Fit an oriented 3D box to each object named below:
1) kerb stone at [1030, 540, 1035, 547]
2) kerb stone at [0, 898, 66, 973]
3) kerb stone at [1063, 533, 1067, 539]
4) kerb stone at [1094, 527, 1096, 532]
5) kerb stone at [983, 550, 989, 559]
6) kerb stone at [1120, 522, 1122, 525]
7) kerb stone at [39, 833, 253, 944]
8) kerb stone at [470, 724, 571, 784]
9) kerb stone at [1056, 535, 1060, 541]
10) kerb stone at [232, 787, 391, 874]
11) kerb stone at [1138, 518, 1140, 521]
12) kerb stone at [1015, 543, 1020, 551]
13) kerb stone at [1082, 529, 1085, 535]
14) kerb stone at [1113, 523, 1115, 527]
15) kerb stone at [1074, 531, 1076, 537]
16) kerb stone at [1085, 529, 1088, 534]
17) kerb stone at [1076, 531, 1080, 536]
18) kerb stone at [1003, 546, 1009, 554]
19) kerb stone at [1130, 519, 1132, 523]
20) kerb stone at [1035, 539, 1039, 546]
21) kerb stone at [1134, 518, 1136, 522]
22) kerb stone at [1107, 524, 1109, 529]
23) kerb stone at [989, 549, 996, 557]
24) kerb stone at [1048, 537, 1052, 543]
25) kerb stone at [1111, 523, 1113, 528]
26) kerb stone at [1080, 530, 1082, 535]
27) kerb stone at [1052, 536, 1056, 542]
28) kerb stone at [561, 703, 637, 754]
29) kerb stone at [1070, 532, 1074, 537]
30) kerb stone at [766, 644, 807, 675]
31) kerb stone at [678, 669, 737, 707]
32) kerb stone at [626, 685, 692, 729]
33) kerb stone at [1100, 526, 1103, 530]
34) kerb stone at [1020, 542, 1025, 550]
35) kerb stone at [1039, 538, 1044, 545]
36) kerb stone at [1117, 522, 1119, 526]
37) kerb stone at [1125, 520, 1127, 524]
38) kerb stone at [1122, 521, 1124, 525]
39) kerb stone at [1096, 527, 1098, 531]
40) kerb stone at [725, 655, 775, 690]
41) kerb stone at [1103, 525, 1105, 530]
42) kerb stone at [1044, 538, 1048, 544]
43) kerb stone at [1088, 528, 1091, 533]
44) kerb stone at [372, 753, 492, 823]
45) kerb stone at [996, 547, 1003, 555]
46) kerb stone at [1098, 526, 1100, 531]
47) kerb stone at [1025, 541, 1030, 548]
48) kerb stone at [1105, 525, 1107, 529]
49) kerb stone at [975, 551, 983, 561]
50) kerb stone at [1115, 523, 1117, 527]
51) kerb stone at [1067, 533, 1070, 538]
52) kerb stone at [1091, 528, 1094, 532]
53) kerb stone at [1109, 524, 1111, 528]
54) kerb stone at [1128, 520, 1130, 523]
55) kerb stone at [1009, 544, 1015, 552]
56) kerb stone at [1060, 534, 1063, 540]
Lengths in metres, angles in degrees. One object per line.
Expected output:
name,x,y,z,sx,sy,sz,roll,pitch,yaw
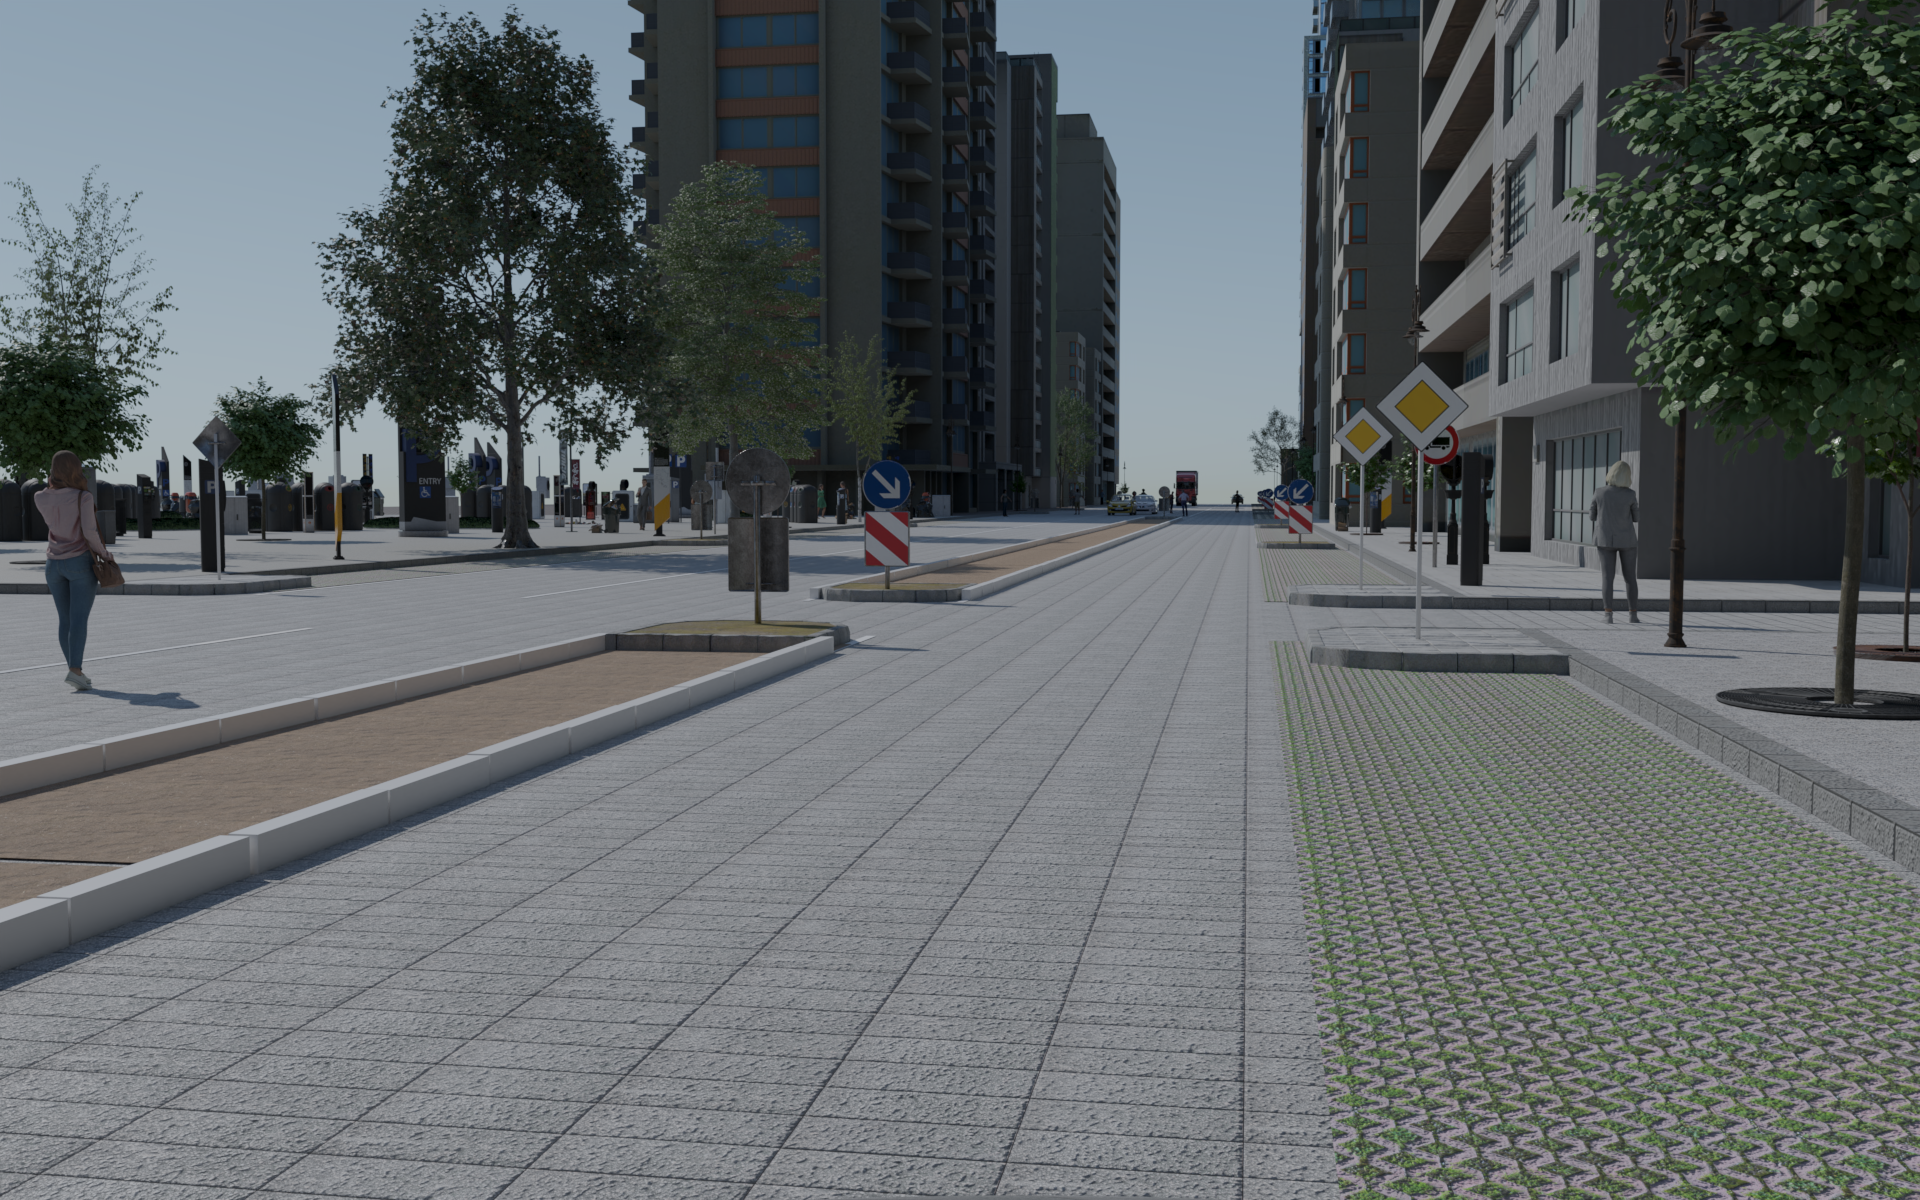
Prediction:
kerb stone,1.821,-1.474,46.326,0.120,0.150,1.000,1,4,9
kerb stone,-2.964,1.052,5.000,0.120,0.150,1.000,1,4,9
kerb stone,3.171,-1.971,54.418,0.120,0.150,1.000,1,4,9
kerb stone,4.859,-2.589,64.521,0.120,0.150,1.000,1,4,9
kerb stone,0.462,-0.981,38.236,0.120,0.150,1.000,1,4,9
kerb stone,7.059,-3.392,77.660,0.120,0.150,1.000,1,4,9
kerb stone,-2.803,0.990,6.010,0.120,0.150,1.000,1,4,9
kerb stone,-2.294,0.804,9.046,0.120,0.150,1.000,1,4,9
kerb stone,2.833,-1.847,52.386,0.120,0.150,1.000,1,4,9
kerb stone,-2.621,0.928,7.028,0.120,0.150,1.000,1,4,9
kerb stone,9.086,-4.134,89.792,0.120,0.150,1.000,1,4,9
kerb stone,1.312,-1.291,43.302,0.120,0.150,1.000,1,4,9
kerb stone,4.181,-2.341,60.475,0.120,0.150,1.000,1,4,9
kerb stone,6.389,-3.142,73.608,0.120,0.150,1.000,1,4,9
kerb stone,3.671,-2.156,57.443,0.120,0.150,1.000,1,4,9
kerb stone,4.357,-2.403,61.487,0.120,0.150,1.000,1,4,9
kerb stone,3.846,-2.214,58.454,0.120,0.150,1.000,1,4,9
kerb stone,0.974,-1.162,41.275,0.120,0.150,1.000,1,4,9
kerb stone,8.076,-3.758,83.724,0.120,0.150,1.000,1,4,9
kerb stone,1.975,-1.537,47.338,0.120,0.150,1.000,1,4,9
kerb stone,8.578,-3.949,86.763,0.120,0.150,1.000,1,4,9
kerb stone,5.876,-2.954,70.585,0.120,0.150,1.000,1,4,9
kerb stone,0.630,-1.044,39.257,0.120,0.150,1.000,1,4,9
kerb stone,2.494,-1.723,50.365,0.120,0.150,1.000,1,4,9
kerb stone,6.208,-3.083,72.602,0.120,0.150,1.000,1,4,9
kerb stone,4.011,-2.278,59.463,0.120,0.150,1.000,1,4,9
kerb stone,2.667,-1.778,51.373,0.120,0.150,1.000,1,4,9
kerb stone,-2.120,0.746,10.054,0.120,0.150,1.000,1,4,9
kerb stone,3.507,-2.094,56.434,0.120,0.150,1.000,1,4,9
kerb stone,-1.448,0.495,14.102,0.120,0.150,1.000,1,4,9
kerb stone,-1.781,0.623,12.082,0.120,0.150,1.000,1,4,9
kerb stone,-1.949,0.687,11.068,0.120,0.150,1.000,1,4,9
kerb stone,5.373,-2.774,67.556,0.120,0.150,1.000,1,4,9
kerb stone,1.479,-1.353,44.310,0.120,0.150,1.000,1,4,9
kerb stone,2.153,-1.599,48.344,0.120,0.150,1.000,1,4,9
kerb stone,6.720,-3.268,75.628,0.120,0.150,1.000,1,4,9
kerb stone,7.567,-3.574,80.697,0.120,0.150,1.000,1,4,9
kerb stone,7.229,-3.447,78.669,0.120,0.150,1.000,1,4,9
kerb stone,5.034,-2.647,65.528,0.120,0.150,1.000,1,4,9
kerb stone,-1.612,0.558,13.093,0.120,0.150,1.000,1,4,9
kerb stone,5.545,-2.836,68.567,0.120,0.150,1.000,1,4,9
kerb stone,2.323,-1.661,49.358,0.120,0.150,1.000,1,4,9
kerb stone,4.523,-2.465,62.499,0.120,0.150,1.000,1,4,9
kerb stone,-2.456,0.870,8.037,0.120,0.150,1.000,1,4,9
kerb stone,0.805,-1.103,40.267,0.120,0.150,1.000,1,4,9
kerb stone,5.198,-2.710,66.542,0.120,0.150,1.000,1,4,9
kerb stone,1.648,-1.414,45.318,0.120,0.150,1.000,1,4,9
kerb stone,5.709,-2.898,69.576,0.120,0.150,1.000,1,4,9
kerb stone,0.301,-0.919,37.227,0.120,0.150,1.000,1,4,9
kerb stone,6.550,-3.205,74.617,0.120,0.150,1.000,1,4,9
kerb stone,3.340,-2.032,55.426,0.120,0.150,1.000,1,4,9
kerb stone,4.699,-2.527,63.506,0.120,0.150,1.000,1,4,9
kerb stone,6.042,-3.019,71.593,0.120,0.150,1.000,1,4,9
kerb stone,7.898,-3.701,82.714,0.120,0.150,1.000,1,4,9
kerb stone,1.144,-1.229,42.290,0.120,0.150,1.000,1,4,9
kerb stone,2.992,-1.909,53.403,0.120,0.150,1.000,1,4,9
